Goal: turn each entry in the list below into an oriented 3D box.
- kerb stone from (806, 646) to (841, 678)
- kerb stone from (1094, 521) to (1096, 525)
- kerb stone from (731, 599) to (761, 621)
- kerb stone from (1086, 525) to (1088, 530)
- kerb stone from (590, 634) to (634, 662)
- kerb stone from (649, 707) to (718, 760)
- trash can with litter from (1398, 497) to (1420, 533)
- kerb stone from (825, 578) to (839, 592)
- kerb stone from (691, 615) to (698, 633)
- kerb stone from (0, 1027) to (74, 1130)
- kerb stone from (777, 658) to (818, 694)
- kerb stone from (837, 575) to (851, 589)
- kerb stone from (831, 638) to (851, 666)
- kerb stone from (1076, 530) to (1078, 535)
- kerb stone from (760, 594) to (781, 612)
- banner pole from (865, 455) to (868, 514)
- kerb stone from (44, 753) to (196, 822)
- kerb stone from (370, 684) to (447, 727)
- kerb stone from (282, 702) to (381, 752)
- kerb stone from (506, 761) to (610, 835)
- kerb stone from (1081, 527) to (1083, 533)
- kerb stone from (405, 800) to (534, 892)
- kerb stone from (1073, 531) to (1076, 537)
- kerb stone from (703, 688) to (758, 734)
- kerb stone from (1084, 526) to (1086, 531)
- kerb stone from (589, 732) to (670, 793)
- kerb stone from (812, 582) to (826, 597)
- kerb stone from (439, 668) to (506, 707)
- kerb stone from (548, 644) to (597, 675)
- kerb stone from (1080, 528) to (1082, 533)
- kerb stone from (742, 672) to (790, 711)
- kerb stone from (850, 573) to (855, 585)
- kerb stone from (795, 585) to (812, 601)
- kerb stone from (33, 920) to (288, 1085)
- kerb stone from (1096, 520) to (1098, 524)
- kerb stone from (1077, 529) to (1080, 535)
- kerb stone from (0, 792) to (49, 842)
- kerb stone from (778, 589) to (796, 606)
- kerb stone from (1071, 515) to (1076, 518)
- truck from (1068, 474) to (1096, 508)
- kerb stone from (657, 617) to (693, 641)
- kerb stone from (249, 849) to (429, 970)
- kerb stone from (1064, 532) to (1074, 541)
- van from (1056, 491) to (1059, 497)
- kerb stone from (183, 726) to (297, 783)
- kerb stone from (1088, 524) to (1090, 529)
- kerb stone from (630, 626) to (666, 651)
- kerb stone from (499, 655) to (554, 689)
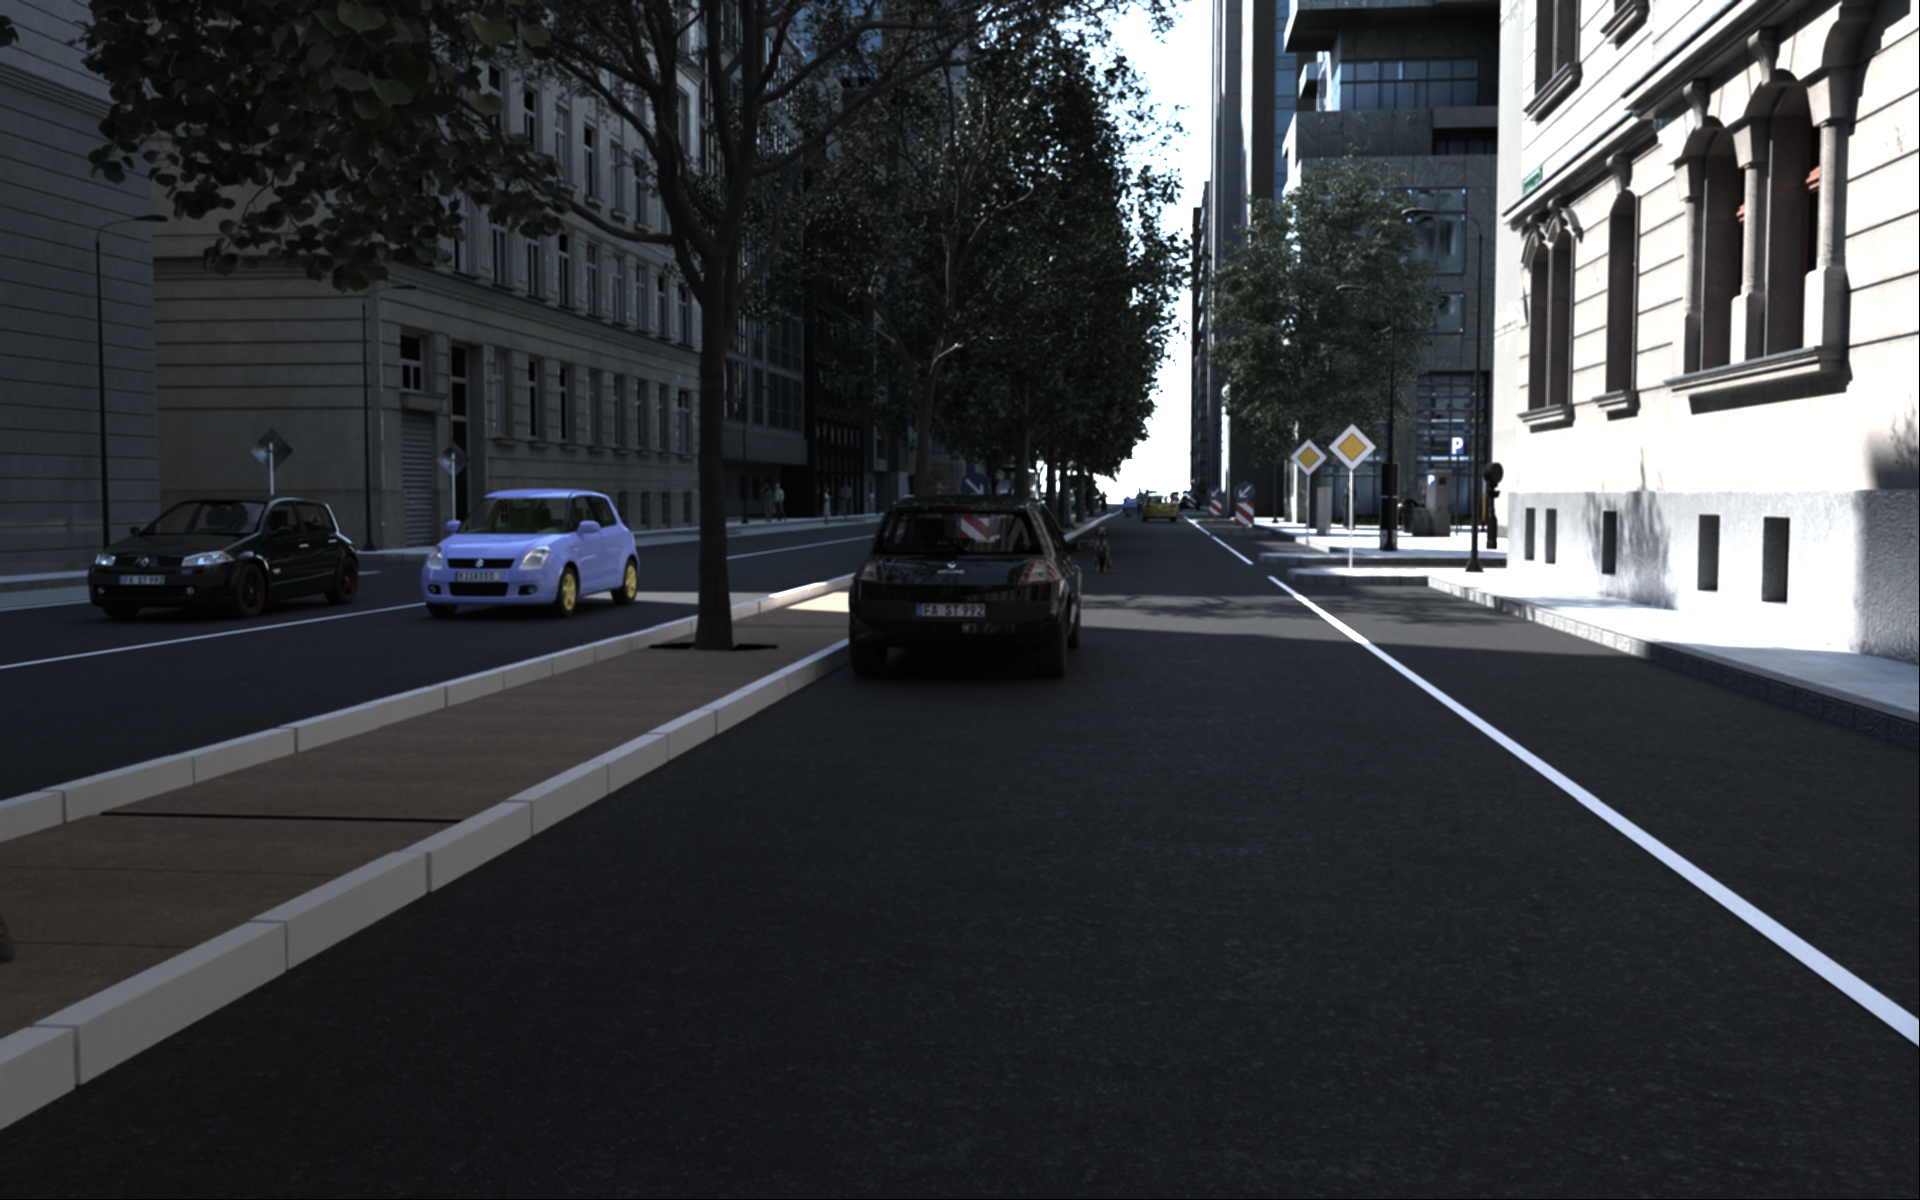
[{"bbox_3d":[-1.120,0.512,13.874,0.120,0.150,1.000,0,4,6],"label":"kerb stone"},{"bbox_3d":[5.730,-3.261,75.547,0.120,0.150,1.000,0,4,6],"label":"kerb stone"},{"bbox_3d":[-2.526,0.124,20.243,0.120,0.150,1.000,0,4,6],"label":"kerb stone"},{"bbox_3d":[4.715,-2.703,66.397,0.120,0.150,1.000,0,4,6],"label":"kerb stone"},{"bbox_3d":[-3.083,0.431,15.145,0.120,0.150,1.000,0,4,6],"label":"kerb stone"},{"bbox_3d":[-1.570,0.758,9.799,0.120,0.150,1.000,0,4,6],"label":"kerb stone"},{"bbox_3d":[14.793,-2.756,56.447,1.055,1.170,0.624,-3,4,-36],"label":"trash can with litter"},{"bbox_3d":[-1.958,-0.182,25.333,0.120,0.150,1.000,0,4,6],"label":"kerb stone"},{"bbox_3d":[-2.748,0.244,18.210,0.120,0.150,1.000,0,4,6],"label":"kerb stone"},{"bbox_3d":[-2.247,1.135,3.679,0.120,0.150,1.000,0,4,6],"label":"kerb stone"},{"bbox_3d":[-1.228,0.571,12.857,0.120,0.150,1.000,0,4,6],"label":"kerb stone"},{"bbox_3d":[-1.843,-0.252,26.351,0.120,0.150,1.000,0,4,6],"label":"kerb stone"},{"bbox_3d":[-1.003,0.447,14.893,0.120,0.150,1.000,0,4,6],"label":"kerb stone"},{"bbox_3d":[3.805,-2.204,58.236,0.120,0.150,1.000,0,4,6],"label":"kerb stone"},{"bbox_3d":[-2.398,0.057,21.259,0.120,0.150,1.000,0,4,6],"label":"kerb stone"},{"bbox_3d":[-6.061,-7.445,111.739,0.401,3.779,0.863,-1,4,-8],"label":"banner pole"},{"bbox_3d":[-3.877,0.868,8.005,0.120,0.150,1.000,0,4,6],"label":"kerb stone"},{"bbox_3d":[-3.550,0.681,11.057,0.120,0.150,1.000,0,4,6],"label":"kerb stone"},{"bbox_3d":[-3.650,0.744,10.037,0.120,0.150,1.000,0,4,6],"label":"kerb stone"},{"bbox_3d":[-1.794,0.883,7.757,0.120,0.150,1.000,0,4,6],"label":"kerb stone"},{"bbox_3d":[4.262,-2.454,62.316,0.120,0.150,1.000,0,4,6],"label":"kerb stone"},{"bbox_3d":[-1.905,0.950,6.734,0.120,0.150,1.000,0,4,6],"label":"kerb stone"},{"bbox_3d":[3.590,-2.079,56.193,0.120,0.150,1.000,0,4,6],"label":"kerb stone"},{"bbox_3d":[-1.449,0.696,10.814,0.120,0.150,1.000,0,4,6],"label":"kerb stone"},{"bbox_3d":[4.490,-2.577,64.352,0.120,0.150,1.000,0,4,6],"label":"kerb stone"},{"bbox_3d":[-1.681,0.823,8.773,0.120,0.150,1.000,0,4,6],"label":"kerb stone"},{"bbox_3d":[-2.068,-0.129,24.316,0.120,0.150,1.000,0,4,6],"label":"kerb stone"},{"bbox_3d":[-3.430,0.619,12.082,0.120,0.150,1.000,0,4,6],"label":"kerb stone"},{"bbox_3d":[-3.201,0.494,14.115,0.120,0.150,1.000,0,4,6],"label":"kerb stone"},{"bbox_3d":[4.153,-2.385,61.300,0.120,0.150,1.000,0,4,6],"label":"kerb stone"},{"bbox_3d":[-1.344,0.634,11.831,0.120,0.150,1.000,0,4,6],"label":"kerb stone"},{"bbox_3d":[-1.728,-0.316,27.366,0.120,0.150,1.000,0,4,6],"label":"kerb stone"},{"bbox_3d":[-2.186,-0.067,23.294,0.120,0.150,1.000,0,4,6],"label":"kerb stone"},{"bbox_3d":[-2.136,1.073,4.698,0.120,0.150,1.000,0,4,6],"label":"kerb stone"},{"bbox_3d":[6.063,-3.449,78.596,0.120,0.150,1.000,0,4,6],"label":"kerb stone"},{"bbox_3d":[3.928,-2.267,59.261,0.120,0.150,1.000,0,4,6],"label":"kerb stone"},{"bbox_3d":[-3.991,0.934,6.989,0.120,0.150,1.000,0,4,6],"label":"kerb stone"},{"bbox_3d":[-2.300,-0.005,22.276,0.120,0.150,1.000,0,4,6],"label":"kerb stone"},{"bbox_3d":[7.031,-5.148,106.361,0.120,0.150,1.000,0,4,6],"label":"kerb stone"},{"bbox_3d":[12.005,-10.846,173.256,3.469,3.379,9.791,0,4,6],"label":"truck"},{"bbox_3d":[-2.863,0.306,17.185,0.120,0.150,1.000,0,4,6],"label":"kerb stone"},{"bbox_3d":[-2.027,1.008,5.714,0.120,0.150,1.000,0,4,6],"label":"kerb stone"},{"bbox_3d":[3.467,-2.015,55.176,0.120,0.150,1.000,0,4,6],"label":"kerb stone"},{"bbox_3d":[11.337,-12.036,203.798,2.013,2.044,4.112,0,4,6],"label":"van"},{"bbox_3d":[-3.770,0.812,9.023,0.120,0.150,1.000,0,4,6],"label":"kerb stone"},{"bbox_3d":[4.944,-2.828,68.429,0.120,0.150,1.000,0,4,6],"label":"kerb stone"},{"bbox_3d":[-2.969,0.375,16.161,0.120,0.150,1.000,0,4,6],"label":"kerb stone"},{"bbox_3d":[-3.317,0.556,13.099,0.120,0.150,1.000,0,4,6],"label":"kerb stone"}]
